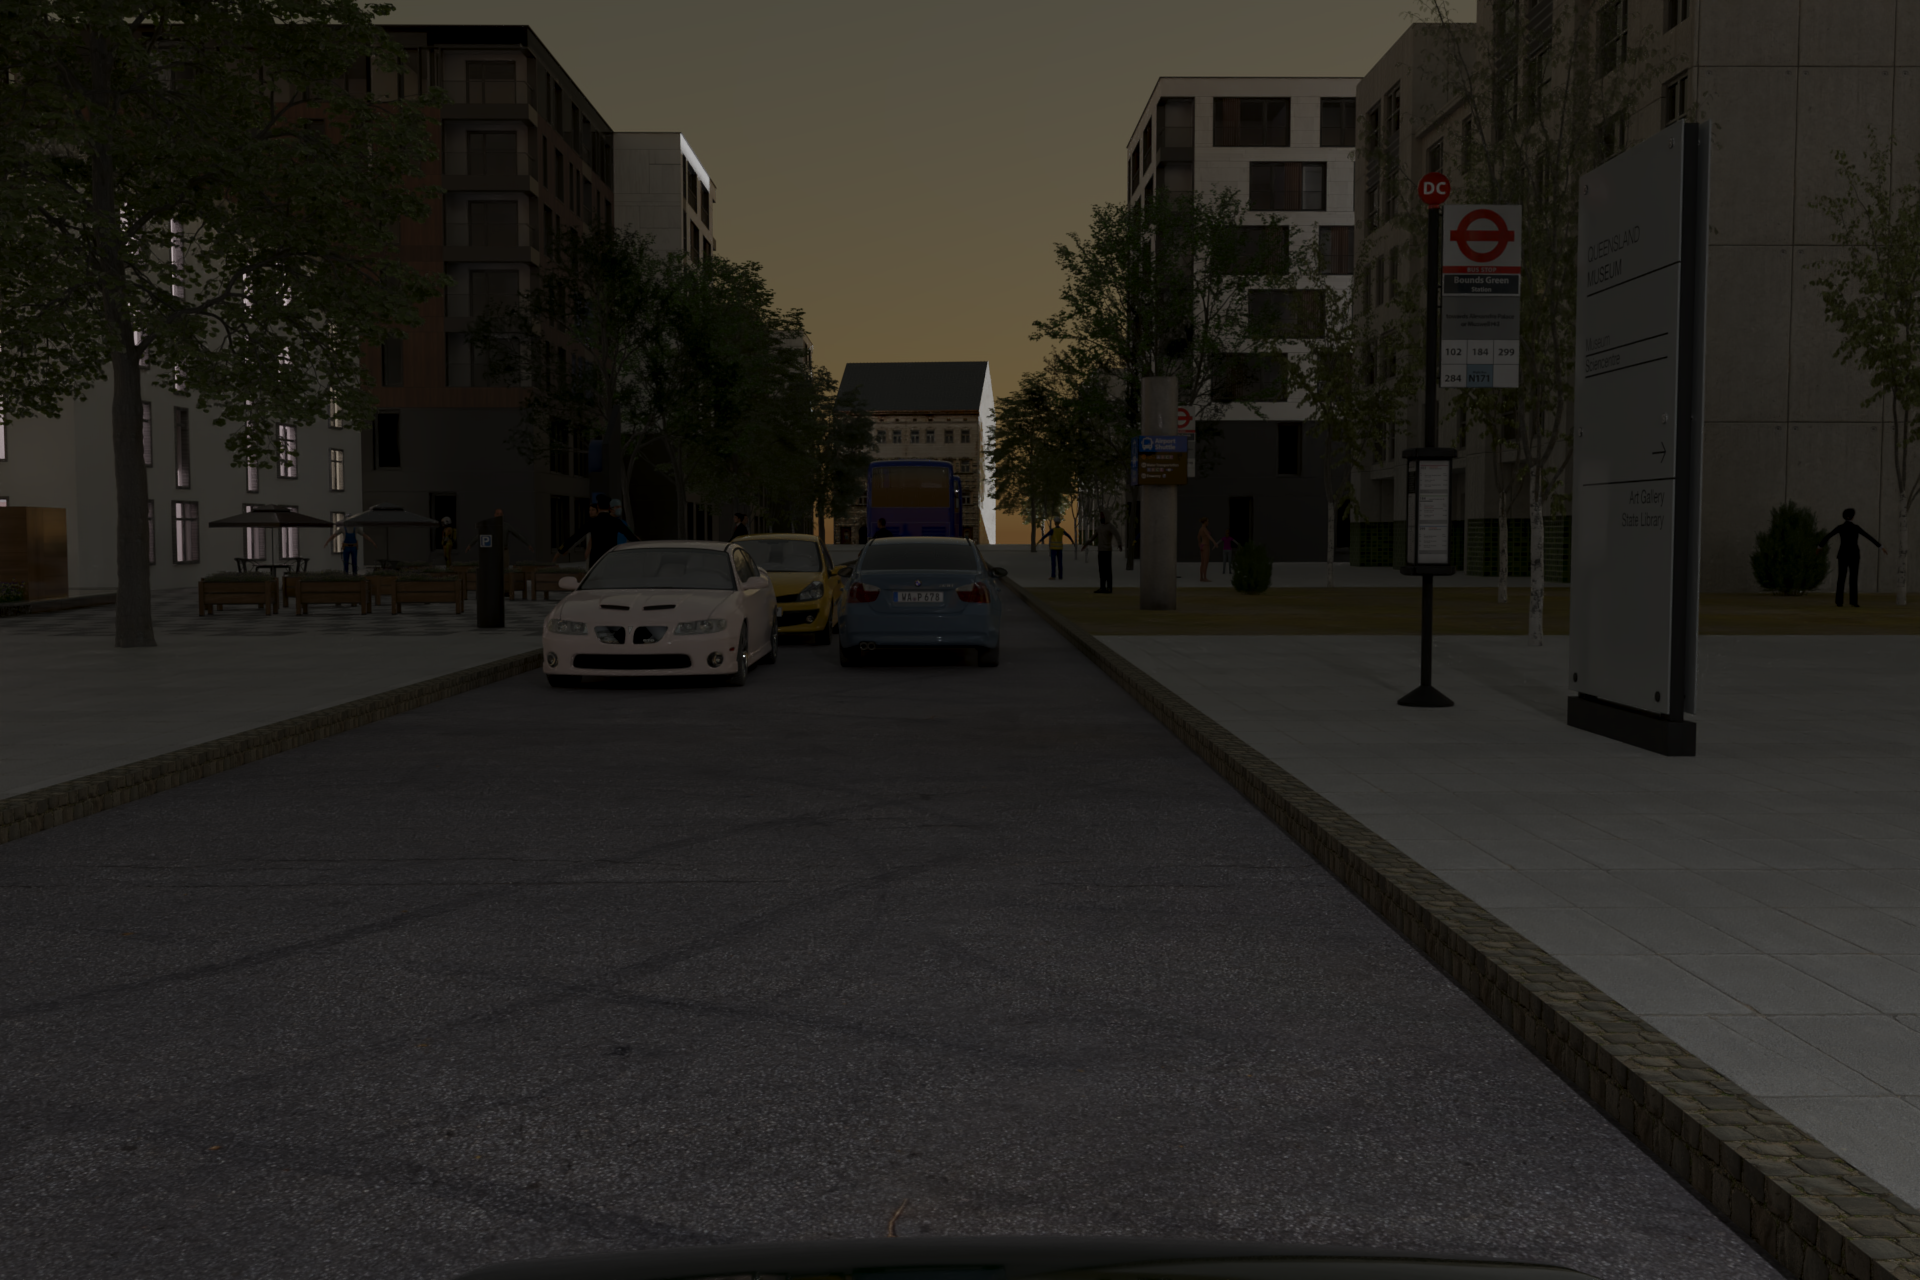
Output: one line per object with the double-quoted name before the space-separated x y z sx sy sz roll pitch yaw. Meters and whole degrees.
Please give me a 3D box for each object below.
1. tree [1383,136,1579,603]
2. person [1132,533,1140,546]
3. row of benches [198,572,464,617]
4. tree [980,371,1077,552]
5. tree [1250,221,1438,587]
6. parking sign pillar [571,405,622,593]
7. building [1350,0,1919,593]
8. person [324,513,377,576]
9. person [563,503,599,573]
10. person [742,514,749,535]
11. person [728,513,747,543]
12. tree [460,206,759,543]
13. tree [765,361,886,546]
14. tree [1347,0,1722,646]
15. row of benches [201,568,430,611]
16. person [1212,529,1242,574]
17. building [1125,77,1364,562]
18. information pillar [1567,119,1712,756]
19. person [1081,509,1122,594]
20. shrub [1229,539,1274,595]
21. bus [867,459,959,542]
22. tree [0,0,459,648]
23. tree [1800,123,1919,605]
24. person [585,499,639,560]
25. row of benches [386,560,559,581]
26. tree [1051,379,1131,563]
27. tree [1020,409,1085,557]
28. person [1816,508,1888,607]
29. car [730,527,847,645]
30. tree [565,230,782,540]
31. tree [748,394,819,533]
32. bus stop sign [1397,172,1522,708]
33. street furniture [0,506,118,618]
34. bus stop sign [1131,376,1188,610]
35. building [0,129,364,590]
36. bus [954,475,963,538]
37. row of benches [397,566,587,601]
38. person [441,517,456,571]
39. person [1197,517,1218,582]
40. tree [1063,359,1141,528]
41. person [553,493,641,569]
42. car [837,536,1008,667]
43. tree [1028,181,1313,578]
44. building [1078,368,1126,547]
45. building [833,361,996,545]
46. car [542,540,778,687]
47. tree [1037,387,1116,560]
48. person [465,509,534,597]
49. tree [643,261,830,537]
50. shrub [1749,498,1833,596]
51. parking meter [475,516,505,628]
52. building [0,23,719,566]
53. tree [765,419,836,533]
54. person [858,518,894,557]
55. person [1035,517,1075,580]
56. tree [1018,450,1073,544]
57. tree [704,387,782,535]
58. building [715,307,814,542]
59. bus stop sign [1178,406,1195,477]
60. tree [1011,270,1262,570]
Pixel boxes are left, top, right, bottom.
"tree" 10.011 -4.988 31.918 4.737 8.622 4.395 0 3 0
"person" 5.821 -2.845 52.486 1.349 1.833 0.705 -1 4 -18
"row of benches" -10.053 -0.741 27.579 4.104 0.672 1.422 -1 4 -10
"tree" 4.926 -12.391 120.727 7.486 12.596 7.792 0 3 0
"tree" 9.165 -5.572 41.469 4.737 8.622 4.395 0 3 0
"parking sign pillar" -7.273 -2.880 35.563 1.447 3.967 1.447 0 4 0
"building" 24.043 -11.412 53.041 16.747 18.905 31.486 0 4 0
"person" -16.179 -2.452 45.952 1.347 1.847 0.705 -2 4 -27
"person" -6.215 -1.426 29.499 1.347 1.806 0.705 2 4 33
"person" -5.772 -2.464 46.422 0.704 1.812 1.346 0 4 3
"person" -5.505 -2.248 42.934 0.705 1.806 1.347 -2 4 -27
"tree" -9.506 -7.024 49.257 8.767 10.594 7.601 -3 5 -43
"tree" -10.098 -13.443 126.450 9.857 13.997 8.962 0 3 0
"tree" 6.738 -4.249 19.836 4.360 8.622 3.978 0 3 0
"row of benches" -11.297 -0.910 30.346 1.422 0.672 4.104 3 5 42
"person" 8.590 -2.834 55.603 0.991 1.433 0.599 1 4 14
"building" 22.699 -15.303 94.179 27.936 21.610 32.646 0 4 -1
"information pillar" 4.159 -1.185 10.697 0.184 3.620 1.656 0 3 0
"person" 3.114 -1.915 37.440 0.705 1.813 1.348 -2 4 -34
"shrub" 6.157 -1.558 36.584 1.383 1.207 1.383 0 3 0
"bus" -1.445 -3.930 55.810 2.896 3.916 12.251 0 4 0
"tree" -9.864 -6.196 19.425 7.486 12.596 7.792 0 3 0
"tree" 17.184 -4.930 30.961 4.737 8.622 4.395 0 3 0
"person" -5.256 -1.247 26.517 0.704 1.817 1.347 3 4 37
"row of benches" -11.618 -1.567 41.086 4.104 0.672 1.422 -1 4 -11
"tree" 5.565 -7.753 77.125 4.360 8.622 3.978 0 3 0
"tree" 5.254 -9.052 98.360 4.737 8.622 4.395 0 3 0
"person" 15.670 -1.453 30.481 0.721 1.740 1.216 -3 5 -39
"car" -2.510 -0.818 23.605 2.015 1.641 3.980 0 4 0
"tree" -9.741 -8.207 59.934 9.928 11.665 9.643 0 3 0
"tree" -9.703 -8.542 90.017 4.737 8.622 4.395 0 3 0
"bus stop sign" 3.715 -1.479 12.881 0.855 3.939 0.416 0 3 0
"street furniture" -19.149 -1.320 28.444 9.812 1.723 11.010 -1 4 -10
"bus stop sign" 3.362 -2.463 29.285 0.837 3.901 0.837 0 4 -2
"building" -22.872 -6.603 50.102 9.099 9.664 28.070 0 4 0
"bus" -1.297 -4.681 68.082 2.896 3.916 12.251 0 4 -1
"row of benches" -8.980 -1.117 33.722 4.104 0.672 1.422 1 4 12
"person" -17.327 -3.221 58.437 0.705 1.858 1.354 -1 4 -18
"person" 6.669 -2.438 46.672 0.721 1.733 1.217 -1 4 -14
"tree" 5.905 -7.304 69.775 4.737 8.622 4.395 0 3 0
"person" -4.876 -1.087 23.706 1.347 1.837 0.705 -2 4 -24
"car" -0.438 -0.486 19.943 2.014 1.417 4.499 0 4 0
"tree" 6.015 -7.624 50.412 9.928 11.665 9.643 0 3 0
"building" 22.672 -19.987 193.238 16.747 18.905 31.486 0 4 0
"building" -5.429 -23.628 219.703 18.063 23.208 19.493 0 4 7
"car" -2.947 -0.330 17.763 2.083 1.381 4.827 0 4 0
"tree" 5.804 -8.309 86.217 4.737 8.622 4.395 0 3 0
"person" -9.385 -1.776 35.308 1.348 1.796 0.705 -1 4 -18
"tree" -9.276 -9.395 71.732 7.486 12.596 7.792 0 3 0
"shrub" 17.248 -1.930 35.968 1.690 2.028 1.600 0 3 0
"parking meter" -6.448 -0.939 23.764 0.372 1.533 0.369 0 3 0
"building" -28.047 -14.807 86.069 27.936 21.610 32.646 0 4 -1
"tree" -10.222 -9.436 104.646 4.360 8.622 3.978 0 3 0
"person" -1.817 -1.913 39.963 0.704 1.802 1.346 3 5 41
"person" 2.693 -2.585 48.723 1.216 1.772 0.721 -1 4 -20
"tree" 10.826 -18.350 218.144 7.486 12.596 7.792 0 3 0
"tree" -9.942 -7.977 80.781 4.737 8.622 4.395 0 3 0
"building" -29.547 -20.007 171.094 27.936 21.610 32.646 0 4 -1
"bus stop sign" 4.038 -2.707 32.961 0.855 3.939 0.416 0 4 -1
"tree" 6.005 -7.720 60.640 8.767 10.594 7.601 0 4 -3
